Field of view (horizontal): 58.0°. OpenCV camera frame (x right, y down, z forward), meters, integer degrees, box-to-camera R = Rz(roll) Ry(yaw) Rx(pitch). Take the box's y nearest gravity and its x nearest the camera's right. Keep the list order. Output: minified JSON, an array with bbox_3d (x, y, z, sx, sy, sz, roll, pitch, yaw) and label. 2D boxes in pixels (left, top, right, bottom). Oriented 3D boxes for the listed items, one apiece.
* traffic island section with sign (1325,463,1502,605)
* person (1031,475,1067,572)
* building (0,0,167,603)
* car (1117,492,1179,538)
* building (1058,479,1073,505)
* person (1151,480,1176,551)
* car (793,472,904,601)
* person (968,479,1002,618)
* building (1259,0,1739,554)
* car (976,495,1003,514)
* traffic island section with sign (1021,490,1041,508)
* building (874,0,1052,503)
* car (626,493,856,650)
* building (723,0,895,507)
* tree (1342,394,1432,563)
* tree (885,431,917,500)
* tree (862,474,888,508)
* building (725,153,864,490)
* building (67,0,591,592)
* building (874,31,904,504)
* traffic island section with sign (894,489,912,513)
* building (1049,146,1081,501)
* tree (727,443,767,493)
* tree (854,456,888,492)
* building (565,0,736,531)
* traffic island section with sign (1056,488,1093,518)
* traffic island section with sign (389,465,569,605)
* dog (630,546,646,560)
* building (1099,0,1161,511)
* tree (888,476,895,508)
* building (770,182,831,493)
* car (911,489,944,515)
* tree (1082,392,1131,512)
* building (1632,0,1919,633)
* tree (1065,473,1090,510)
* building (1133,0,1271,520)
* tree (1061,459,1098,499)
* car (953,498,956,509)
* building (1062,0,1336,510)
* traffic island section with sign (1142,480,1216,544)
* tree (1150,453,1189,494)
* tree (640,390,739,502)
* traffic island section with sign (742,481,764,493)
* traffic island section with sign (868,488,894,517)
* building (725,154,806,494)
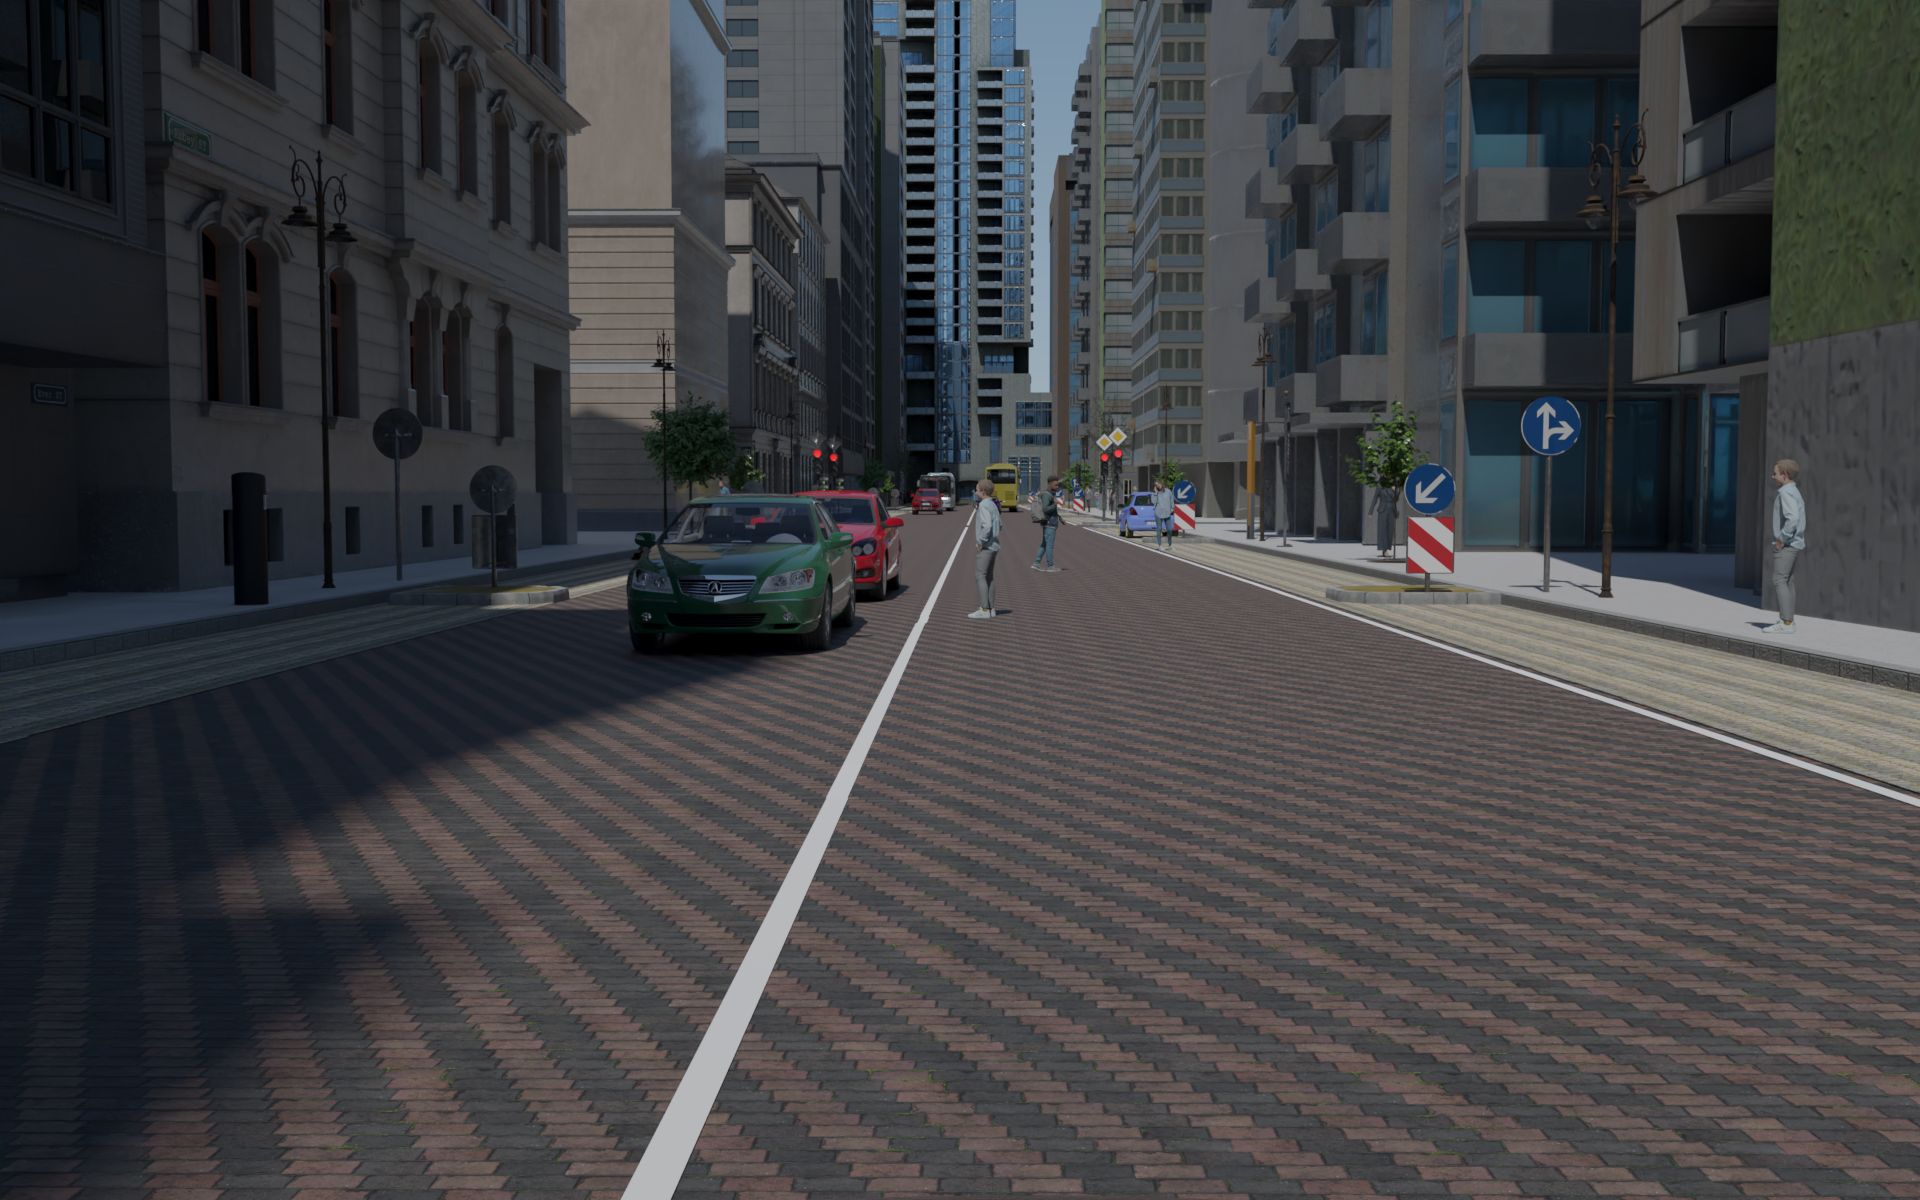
[{"bbox_3d":[5.997,-0.894,23.244,1.989,1.847,2.006,0,4,1],"label":"traffic island section with sign"},{"bbox_3d":[1.649,-1.415,31.986,0.721,1.781,0.623,0,4,-6],"label":"person"},{"bbox_3d":[-16.730,-13.192,9.204,14.314,27.812,24.014,0,4,1],"label":"building"},{"bbox_3d":[6.174,-2.897,56.960,1.945,1.707,3.694,0,4,0],"label":"car"},{"bbox_3d":[28.020,-31.337,204.235,32.217,40.220,23.993,0,4,1],"label":"building"},{"bbox_3d":[5.158,-2.146,43.852,0.793,1.790,0.793,-2,4,-33],"label":"person"},{"bbox_3d":[-1.838,-0.955,24.662,2.155,1.783,4.494,0,4,2],"label":"car"},{"bbox_3d":[0.303,-0.604,20.191,0.330,1.601,0.589,2,4,25],"label":"person"},{"bbox_3d":[20.603,-26.289,49.429,23.786,49.044,30.456,0,4,1],"label":"building"},{"bbox_3d":[2.075,-6.795,123.674,1.945,1.354,3.894,0,4,1],"label":"car"},{"bbox_3d":[8.441,-12.312,209.926,1.989,1.847,2.006,0,4,1],"label":"traffic island section with sign"},{"bbox_3d":[-2.480,-57.335,250.096,31.000,86.520,22.319,0,4,1],"label":"building"},{"bbox_3d":[-2.083,-0.345,17.437,2.131,1.459,4.920,0,4,1],"label":"car"},{"bbox_3d":[-17.526,-45.770,186.594,20.563,71.187,20.611,0,4,1],"label":"building"},{"bbox_3d":[8.285,-2.324,32.595,1.663,3.219,1.824,0,3,0],"label":"tree"},{"bbox_3d":[-6.867,-15.416,202.412,4.360,8.622,3.978,0,3,0],"label":"tree"},{"bbox_3d":[-7.765,-9.659,152.530,1.663,3.219,1.824,0,3,0],"label":"tree"},{"bbox_3d":[-15.155,-20.661,131.322,14.314,27.812,24.014,0,4,1],"label":"building"},{"bbox_3d":[-16.254,-15.017,32.917,14.401,28.519,23.554,0,4,1],"label":"building"},{"bbox_3d":[-21.352,-41.458,219.840,28.212,58.520,21.231,0,4,1],"label":"building"},{"bbox_3d":[-4.894,-7.582,132.592,1.989,1.847,2.006,0,4,1],"label":"traffic island section with sign"},{"bbox_3d":[19.210,-35.056,223.270,14.600,45.320,14.200,0,4,1],"label":"building"},{"bbox_3d":[-8.169,-4.367,66.009,1.663,3.219,1.824,0,3,0],"label":"tree"},{"bbox_3d":[-7.634,-10.075,148.438,4.285,4.588,4.351,0,3,0],"label":"tree"},{"bbox_3d":[-19.328,-17.089,65.306,20.117,28.700,13.634,0,4,1],"label":"building"},{"bbox_3d":[7.076,-5.937,105.702,1.989,1.847,2.006,0,4,1],"label":"traffic island section with sign"},{"bbox_3d":[-6.321,-0.885,23.100,1.989,1.847,2.006,0,4,1],"label":"traffic island section with sign"},{"bbox_3d":[-6.827,-1.042,37.236,0.550,0.427,0.748,0,4,-2],"label":"dog"},{"bbox_3d":[18.099,-27.810,138.291,14.154,41.232,14.086,0,4,1],"label":"building"},{"bbox_3d":[-7.038,-10.471,165.806,1.663,3.219,1.824,0,3,0],"label":"tree"},{"bbox_3d":[-13.887,-15.961,110.116,9.793,20.994,18.267,0,4,1],"label":"building"},{"bbox_3d":[-2.272,-6.890,121.326,2.281,1.827,5.304,0,4,1],"label":"car"},{"bbox_3d":[10.622,-10.473,121.598,4.360,8.622,3.978,0,3,0],"label":"tree"},{"bbox_3d":[15.911,-20.545,19.512,14.154,41.232,14.086,0,4,1],"label":"building"},{"bbox_3d":[9.678,-9.052,142.600,1.663,3.219,1.824,0,3,0],"label":"tree"},{"bbox_3d":[22.155,-24.813,97.580,23.993,40.220,32.217,0,4,1],"label":"building"},{"bbox_3d":[11.103,-10.752,159.506,4.285,4.588,4.351,0,3,0],"label":"tree"},{"bbox_3d":[-1.421,-9.810,172.398,2.014,1.417,4.499,0,4,2],"label":"car"},{"bbox_3d":[22.799,-34.083,176.858,23.786,49.044,30.456,0,4,1],"label":"building"},{"bbox_3d":[6.364,-2.572,50.676,1.989,1.847,2.006,0,4,1],"label":"traffic island section with sign"},{"bbox_3d":[9.879,-5.262,80.639,1.663,3.219,1.824,0,3,0],"label":"tree"},{"bbox_3d":[-8.495,-4.347,54.785,4.285,4.588,4.351,0,3,0],"label":"tree"},{"bbox_3d":[-5.975,-2.534,50.053,1.989,1.847,2.006,0,4,1],"label":"traffic island section with sign"},{"bbox_3d":[-5.249,-5.933,105.639,1.989,1.847,2.006,0,4,1],"label":"traffic island section with sign"},{"bbox_3d":[-14.328,-13.852,91.108,10.561,19.102,19.286,0,4,1],"label":"building"}]
